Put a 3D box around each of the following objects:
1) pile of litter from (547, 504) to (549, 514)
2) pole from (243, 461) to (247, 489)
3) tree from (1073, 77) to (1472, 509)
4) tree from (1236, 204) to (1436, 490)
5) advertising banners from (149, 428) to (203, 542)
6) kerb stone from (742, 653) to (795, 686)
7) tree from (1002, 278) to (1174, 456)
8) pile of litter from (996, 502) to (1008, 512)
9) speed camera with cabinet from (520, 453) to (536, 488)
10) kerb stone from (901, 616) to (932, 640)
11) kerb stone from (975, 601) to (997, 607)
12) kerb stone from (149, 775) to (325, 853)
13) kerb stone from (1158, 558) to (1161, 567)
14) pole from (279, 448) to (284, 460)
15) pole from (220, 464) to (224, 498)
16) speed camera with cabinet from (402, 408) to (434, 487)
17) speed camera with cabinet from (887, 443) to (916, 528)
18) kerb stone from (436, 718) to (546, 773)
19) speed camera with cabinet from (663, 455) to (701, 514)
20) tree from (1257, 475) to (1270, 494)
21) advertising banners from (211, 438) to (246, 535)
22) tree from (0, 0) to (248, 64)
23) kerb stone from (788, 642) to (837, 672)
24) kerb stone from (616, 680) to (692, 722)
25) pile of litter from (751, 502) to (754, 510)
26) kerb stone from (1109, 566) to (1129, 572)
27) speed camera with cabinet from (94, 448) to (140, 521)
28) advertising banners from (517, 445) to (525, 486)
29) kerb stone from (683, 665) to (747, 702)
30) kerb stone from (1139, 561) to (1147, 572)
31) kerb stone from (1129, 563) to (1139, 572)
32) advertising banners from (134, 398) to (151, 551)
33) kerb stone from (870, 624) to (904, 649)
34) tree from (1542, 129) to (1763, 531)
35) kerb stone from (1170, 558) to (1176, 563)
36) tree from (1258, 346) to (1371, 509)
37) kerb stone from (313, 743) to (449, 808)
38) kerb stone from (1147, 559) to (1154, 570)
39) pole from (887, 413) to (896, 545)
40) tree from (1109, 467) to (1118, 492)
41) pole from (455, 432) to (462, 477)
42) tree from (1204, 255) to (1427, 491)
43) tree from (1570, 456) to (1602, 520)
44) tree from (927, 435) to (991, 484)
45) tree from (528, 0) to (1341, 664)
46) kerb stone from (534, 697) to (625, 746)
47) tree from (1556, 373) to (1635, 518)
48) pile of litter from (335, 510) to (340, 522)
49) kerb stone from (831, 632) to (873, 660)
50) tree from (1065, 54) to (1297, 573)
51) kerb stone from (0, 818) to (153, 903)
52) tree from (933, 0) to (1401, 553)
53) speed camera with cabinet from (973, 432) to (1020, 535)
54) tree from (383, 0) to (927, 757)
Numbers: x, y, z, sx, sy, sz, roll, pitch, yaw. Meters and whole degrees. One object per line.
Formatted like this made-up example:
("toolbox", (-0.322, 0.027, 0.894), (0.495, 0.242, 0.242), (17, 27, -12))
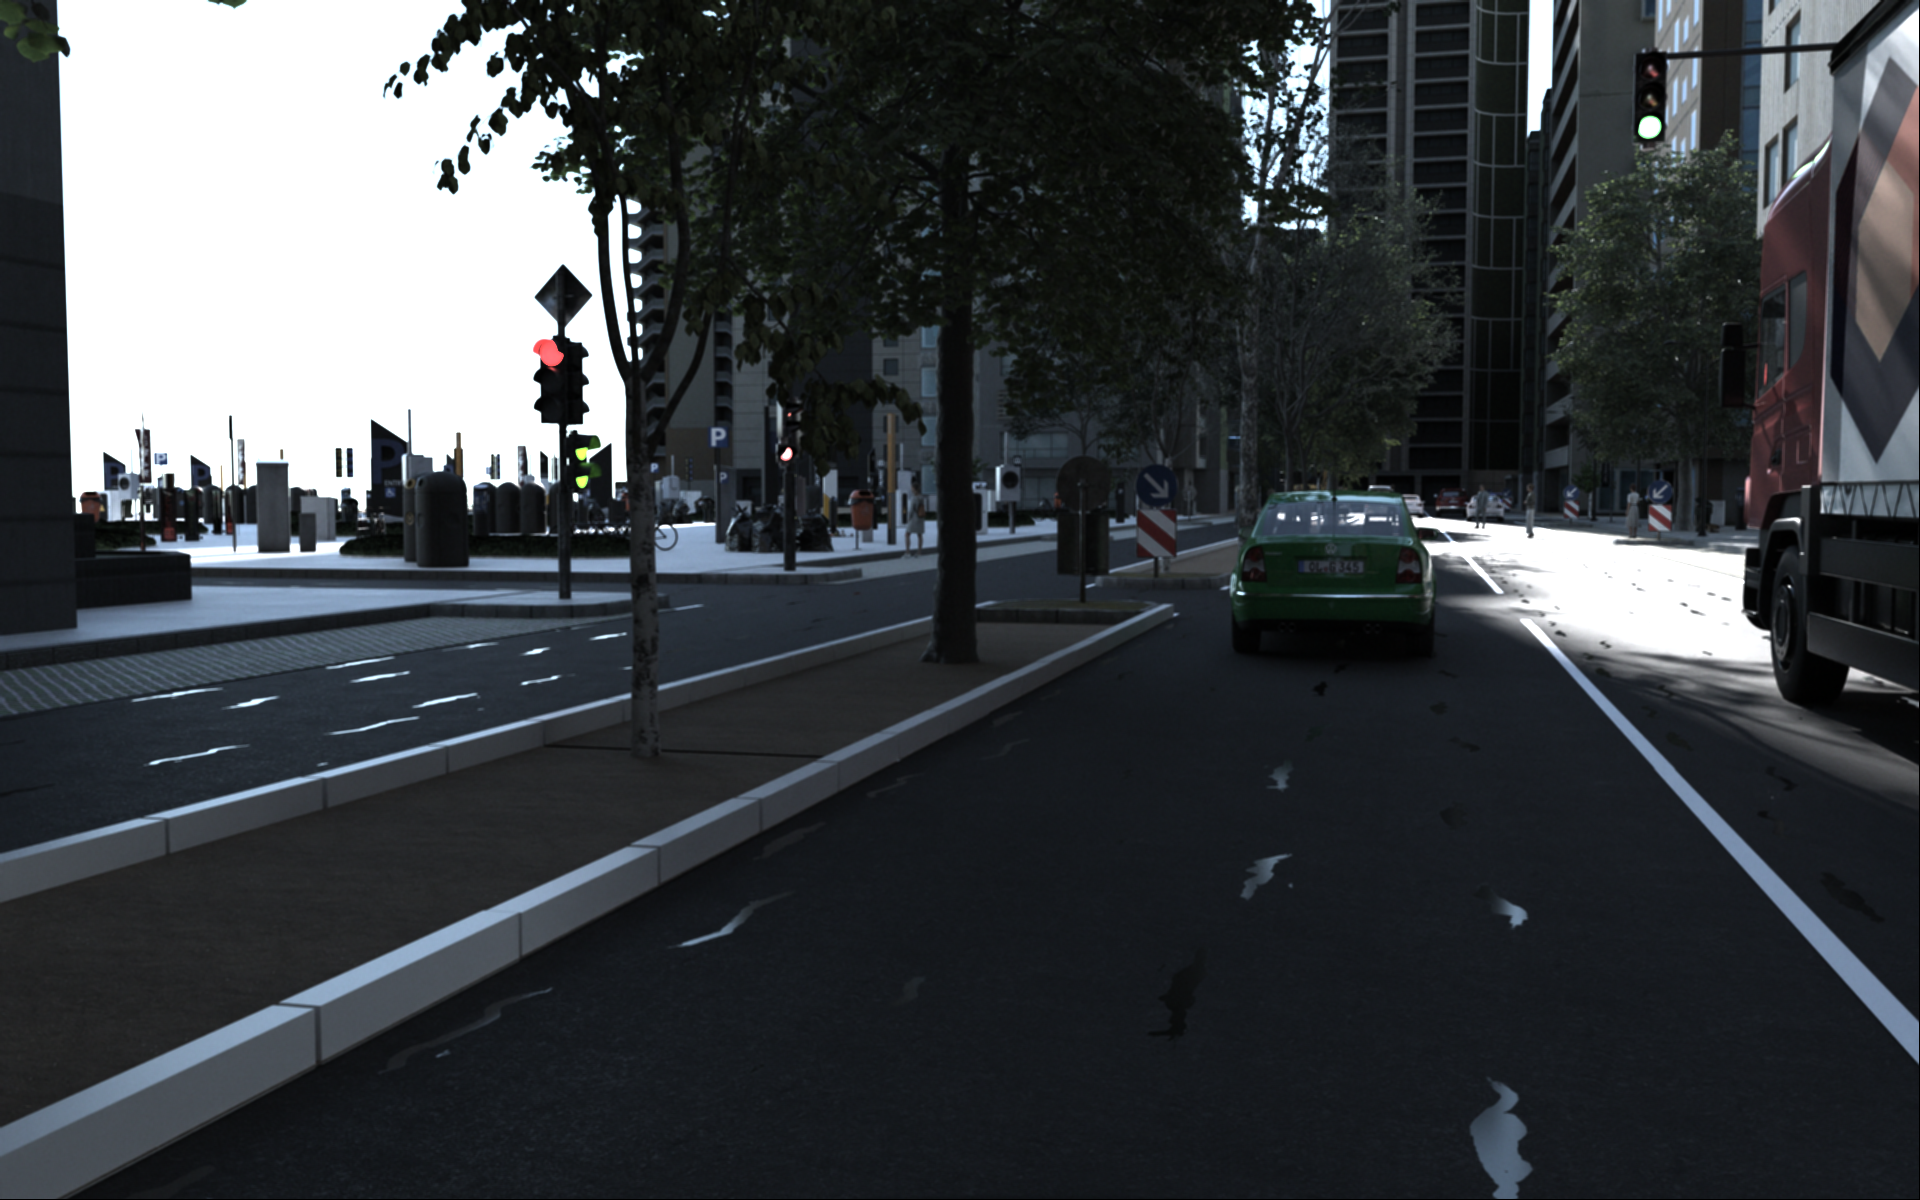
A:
("pile of litter", (-20.813, -4.505, 87.620), (1.719, 0.858, 1.176), (2, 4, 30))
("pole", (-44.366, -6.951, 107.489), (0.158, 3.312, 0.155), (0, 3, 0))
("tree", (9.821, -8.466, 51.239), (12.009, 13.543, 11.850), (0, 3, 0))
("tree", (16.585, -10.281, 77.207), (9.857, 13.997, 8.962), (0, 3, 0))
("advertising banners", (-21.357, -3.091, 46.729), (0.090, 3.025, 2.074), (2, 4, 26))
("kerb stone", (-1.514, 0.546, 13.307), (0.120, 0.150, 1.000), (1, 4, 14))
("tree", (5.132, -8.267, 69.575), (7.601, 10.594, 8.767), (1, 4, 12))
("pile of litter", (2.626, -5.152, 98.200), (1.719, 0.858, 1.176), (0, 4, 4))
("speed camera with cabinet", (-21.470, -5.526, 84.678), (0.660, 3.252, 2.038), (-3, 5, -41))
("kerb stone", (-0.489, 0.300, 17.285), (0.120, 0.150, 1.000), (1, 4, 14))
("kerb stone", (0.285, 0.122, 20.262), (0.120, 0.150, 1.000), (1, 4, 14))
("kerb stone", (-3.061, 0.908, 7.351), (0.120, 0.150, 1.000), (1, 4, 14))
("kerb stone", (3.750, -0.702, 33.675), (0.120, 0.150, 1.000), (1, 4, 14))
("pole", (-30.245, -5.105, 77.310), (0.158, 3.312, 0.155), (0, 3, 0))
("pole", (-50.429, -7.613, 118.323), (0.158, 3.312, 0.155), (0, 3, 0))
("speed camera with cabinet", (-12.176, -2.765, 39.539), (0.660, 3.252, 2.038), (-2, 4, -32))
("speed camera with cabinet", (-2.243, -4.435, 66.854), (0.660, 3.252, 2.038), (1, 4, 15))
("kerb stone", (-2.541, 0.788, 9.334), (0.120, 0.150, 1.000), (1, 4, 14))
("speed camera with cabinet", (-14.258, -5.781, 88.857), (2.038, 3.252, 0.660), (-3, 5, -44))
("tree", (26.620, -9.780, 154.510), (1.663, 3.219, 1.824), (0, 3, 0))
("advertising banners", (-23.021, -3.568, 54.526), (2.074, 3.025, 0.090), (3, 4, 38))
("tree", (-3.308, -5.030, 2.831), (7.486, 12.596, 7.792), (0, 3, 0))
("kerb stone", (-1.257, 0.483, 14.302), (0.120, 0.150, 1.000), (1, 4, 14))
("kerb stone", (-2.027, 0.665, 11.317), (0.120, 0.150, 1.000), (1, 4, 14))
("pile of litter", (-12.637, -5.469, 103.385), (1.719, 0.858, 1.176), (2, 4, 34))
("kerb stone", (2.724, -0.459, 29.705), (0.120, 0.150, 1.000), (1, 4, 14))
("speed camera with cabinet", (-36.398, -4.918, 74.737), (2.038, 3.252, 0.660), (1, 4, 19))
("advertising banners", (-16.129, -4.021, 61.933), (2.074, 3.025, 0.090), (3, 5, 41))
("kerb stone", (-1.775, 0.607, 12.319), (0.120, 0.150, 1.000), (1, 4, 14))
("kerb stone", (3.243, -0.580, 31.684), (0.120, 0.150, 1.000), (1, 4, 14))
("kerb stone", (2.987, -0.518, 30.693), (0.120, 0.150, 1.000), (1, 4, 14))
("advertising banners", (-15.362, -2.222, 32.515), (0.090, 3.025, 2.074), (-2, 4, -27))
("kerb stone", (-0.747, 0.361, 16.296), (0.120, 0.150, 1.000), (1, 4, 14))
("tree", (25.257, -9.394, 60.254), (9.857, 13.997, 8.962), (0, 3, 0))
("kerb stone", (4.268, -0.822, 35.661), (0.120, 0.150, 1.000), (1, 4, 14))
("tree", (14.539, -7.152, 69.749), (4.737, 8.622, 4.395), (0, 3, 0))
("kerb stone", (-2.799, 0.849, 8.344), (0.120, 0.150, 1.000), (1, 4, 14))
("kerb stone", (3.496, -0.642, 32.684), (0.120, 0.150, 1.000), (1, 4, 14))
("pole", (-1.731, -3.058, 43.837), (0.158, 3.312, 0.155), (0, 3, 0))
("tree", (8.653, -6.596, 102.448), (1.663, 3.219, 1.824), (0, 3, 0))
("pole", (-16.364, -3.839, 56.603), (0.158, 3.312, 0.155), (0, 3, 0))
("tree", (12.842, -7.755, 63.665), (8.767, 10.594, 7.601), (1, 4, 14))
("tree", (31.686, -5.692, 87.668), (1.663, 3.219, 1.824), (0, 3, 0))
("tree", (-0.210, -3.337, 49.168), (1.663, 3.219, 1.824), (0, 3, 0))
("tree", (-0.053, -5.762, 14.799), (7.486, 12.596, 7.792), (0, 3, 0))
("kerb stone", (-2.286, 0.726, 10.327), (0.120, 0.150, 1.000), (1, 4, 14))
("tree", (33.751, -8.666, 92.044), (4.360, 8.622, 3.978), (0, 3, 0))
("pile of litter", (-23.050, -3.068, 64.132), (1.176, 0.858, 1.719), (0, 4, 6))
("kerb stone", (-1.001, 0.422, 15.298), (0.120, 0.150, 1.000), (1, 4, 14))
("tree", (3.377, -4.601, 28.052), (4.360, 8.622, 3.978), (0, 3, 0))
("kerb stone", (-3.316, 0.969, 6.360), (0.120, 0.150, 1.000), (1, 4, 14))
("tree", (5.301, -11.003, 38.251), (12.611, 20.169, 13.585), (0, 3, 0))
("speed camera with cabinet", (0.862, -3.710, 54.993), (2.038, 3.252, 0.660), (-1, 4, -13))
("tree", (-1.734, -3.433, 8.949), (4.737, 8.622, 4.395), (0, 3, 0))
